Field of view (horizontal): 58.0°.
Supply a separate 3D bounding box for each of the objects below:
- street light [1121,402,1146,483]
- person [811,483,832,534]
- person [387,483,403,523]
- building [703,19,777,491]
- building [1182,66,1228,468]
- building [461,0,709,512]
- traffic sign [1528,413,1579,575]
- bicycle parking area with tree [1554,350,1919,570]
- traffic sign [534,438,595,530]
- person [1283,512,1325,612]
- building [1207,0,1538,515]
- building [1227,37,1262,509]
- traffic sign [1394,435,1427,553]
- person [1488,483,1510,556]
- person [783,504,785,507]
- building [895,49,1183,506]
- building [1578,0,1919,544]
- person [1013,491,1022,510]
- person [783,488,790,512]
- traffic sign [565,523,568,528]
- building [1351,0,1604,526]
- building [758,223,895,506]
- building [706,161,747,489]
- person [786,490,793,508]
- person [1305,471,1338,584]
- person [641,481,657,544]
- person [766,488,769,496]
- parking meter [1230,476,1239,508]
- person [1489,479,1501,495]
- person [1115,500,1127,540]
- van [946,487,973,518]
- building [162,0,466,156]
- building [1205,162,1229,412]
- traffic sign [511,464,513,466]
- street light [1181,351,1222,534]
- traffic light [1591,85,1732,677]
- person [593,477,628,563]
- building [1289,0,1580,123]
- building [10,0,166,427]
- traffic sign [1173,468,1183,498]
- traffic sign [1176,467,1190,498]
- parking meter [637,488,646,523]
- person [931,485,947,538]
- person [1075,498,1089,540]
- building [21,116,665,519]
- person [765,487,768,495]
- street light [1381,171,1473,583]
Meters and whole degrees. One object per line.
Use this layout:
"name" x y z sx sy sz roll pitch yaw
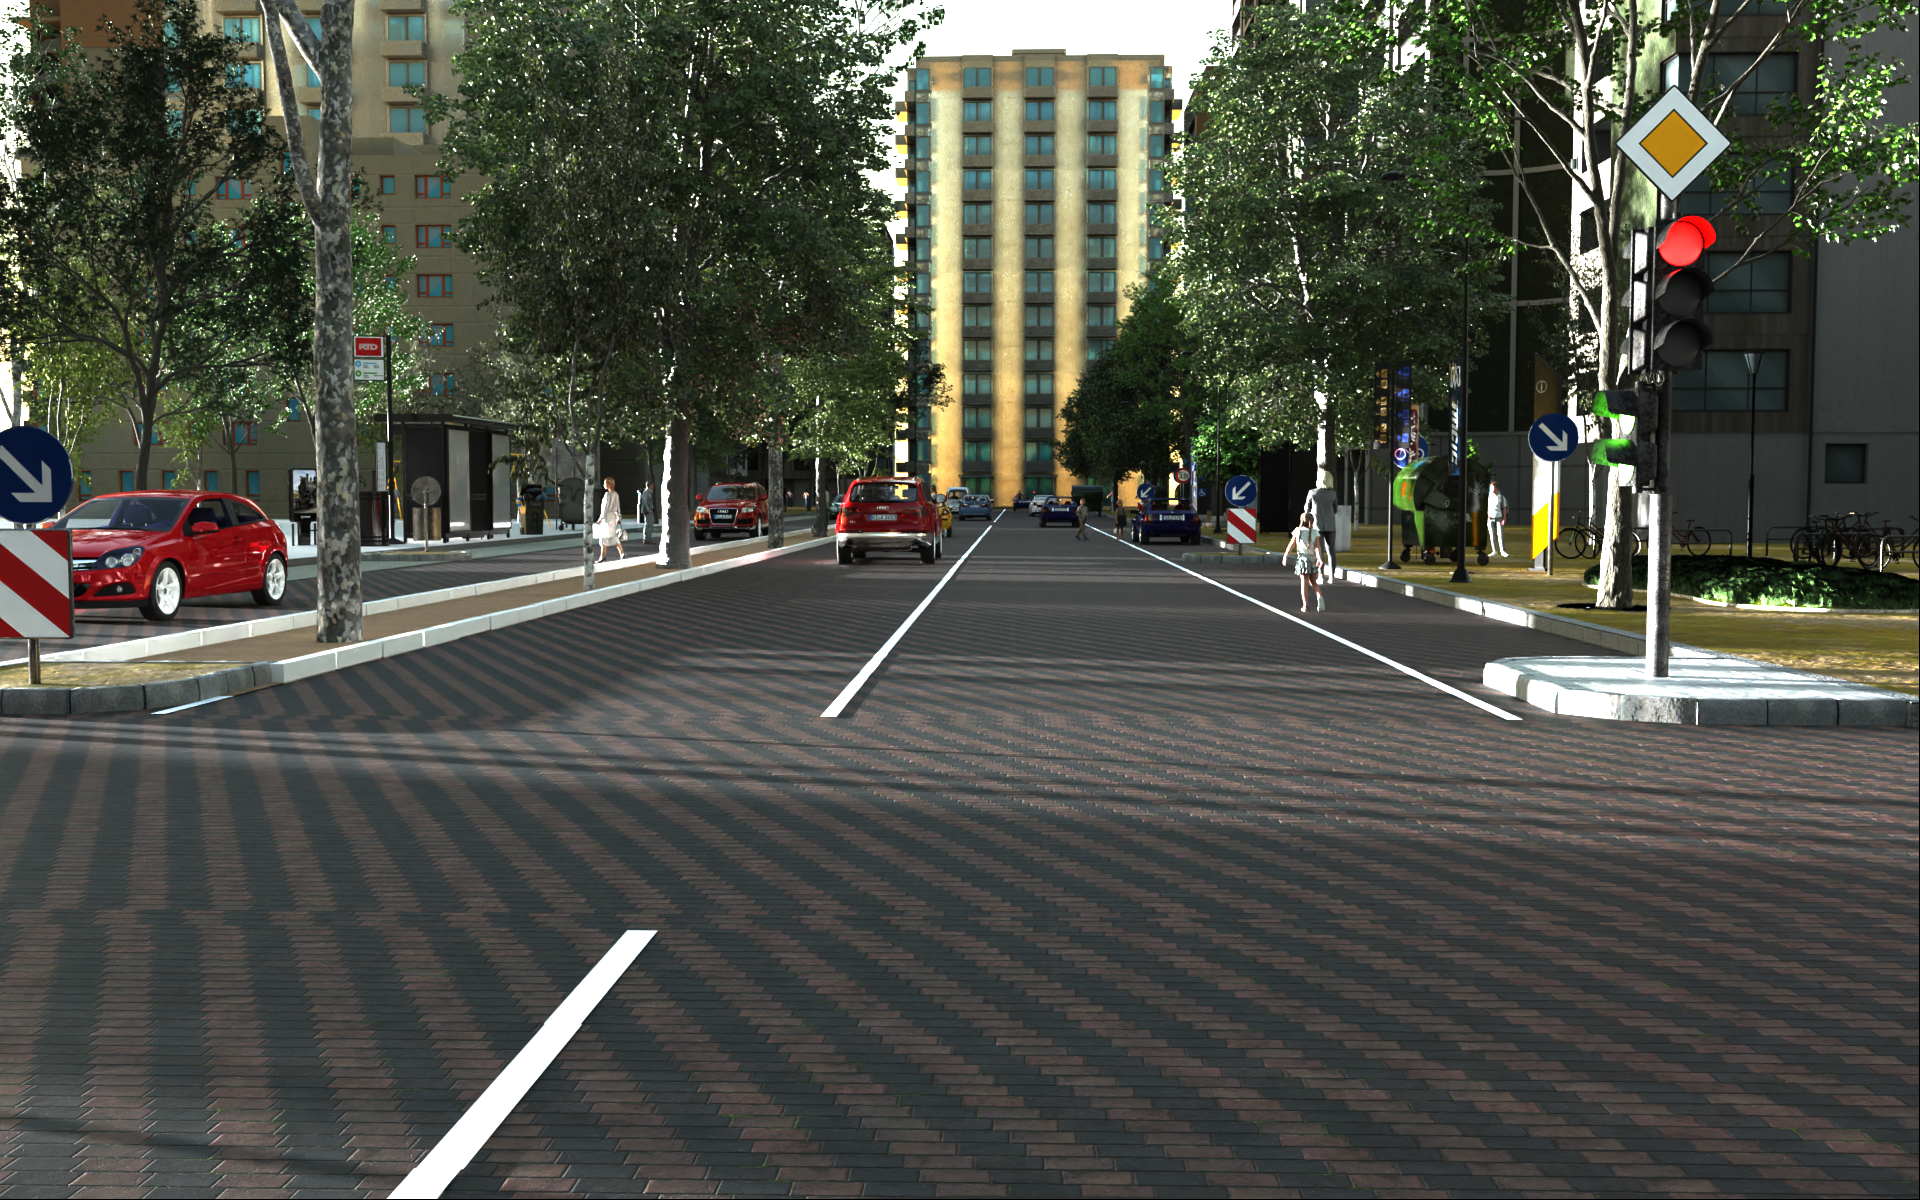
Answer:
"street light" 8.774 -7.009 87.137 1.470 5.913 1.316 0 4 2
"person" -4.948 -3.279 61.959 0.661 1.843 0.795 3 5 42
"person" -24.938 -4.276 76.227 0.678 1.792 0.850 -3 4 -38
"building" -31.568 -45.905 188.800 20.611 71.187 20.563 0 4 2
"building" 31.504 -32.692 184.623 14.200 45.320 14.600 0 4 2
"building" -26.289 -26.922 123.775 14.154 41.232 14.086 0 4 2
"traffic sign" 9.333 -1.664 27.307 0.768 2.556 0.104 1 4 8
"bicycle parking area with tree" 16.509 -2.761 32.147 9.016 4.147 8.231 0 4 -5
"traffic sign" -14.254 -4.194 62.443 2.265 3.308 0.079 0 4 6
"person" 4.197 -0.465 21.121 0.505 1.210 0.382 1 4 9
"building" 29.402 -42.243 128.927 20.563 71.187 20.611 0 4 2
"building" 25.514 -20.820 112.100 14.160 30.474 14.107 0 4 2
"traffic sign" 9.226 -2.172 35.624 0.768 2.556 0.104 1 4 11
"person" 11.120 -1.662 35.812 0.503 1.515 0.523 0 4 -2
"person" -9.616 -4.856 91.116 0.991 1.433 0.599 -3 5 -42
"building" 8.470 -34.842 189.277 30.456 49.044 23.786 0 4 2
"building" 25.589 -17.073 50.850 14.160 30.474 14.107 0 4 2
"person" 5.407 -9.104 157.877 1.217 1.766 0.721 -1 4 -9
"person" -12.555 -7.101 122.975 0.721 1.723 1.217 3 5 43
"traffic sign" -14.936 -4.009 65.657 0.768 2.556 0.104 0 4 7
"building" 27.519 -38.937 74.868 20.563 71.187 20.611 0 4 2
"building" -14.323 -25.363 186.383 14.107 30.474 14.160 0 4 2
"building" -25.905 -23.093 149.267 14.107 30.474 14.160 0 4 2
"person" -16.127 -9.587 163.728 0.756 1.711 0.436 1 4 18
"person" 5.791 -1.169 27.803 0.537 1.800 0.526 0 4 4
"person" -8.912 -2.502 49.513 0.391 1.810 0.635 -1 4 -17
"person" -15.007 -8.005 136.891 0.705 1.831 1.348 2 4 32
"parking meter" 8.897 -3.069 55.896 0.255 1.863 0.399 2 4 34
"person" 19.994 -3.608 64.892 0.748 1.841 0.638 -3 5 -41
"person" 5.020 -2.492 53.919 0.362 1.253 0.373 -1 4 -10
"van" -0.046 -5.934 104.036 2.013 2.044 4.112 0 4 2
"building" -48.805 -32.139 145.082 30.456 49.044 23.786 0 4 2
"building" 27.583 -22.989 147.567 14.160 30.474 14.107 0 4 2
"traffic sign" -14.165 -3.280 53.353 0.795 2.593 0.064 0 4 5
"street light" 7.868 -5.124 56.325 1.470 5.913 1.316 0 4 2
"traffic light" 4.888 -1.416 12.079 0.839 4.253 0.868 0 4 2
"person" -7.254 -1.659 35.982 0.624 1.780 0.694 2 4 31
"building" 25.181 -19.944 97.793 14.160 30.474 14.107 0 4 2
"building" -71.029 -30.614 150.653 14.200 45.320 14.600 0 4 2
"traffic sign" 10.740 -5.146 84.250 0.768 2.556 0.104 0 4 5
"traffic sign" 10.692 -5.062 82.865 0.768 2.556 0.104 0 4 7
"parking meter" -14.103 -4.179 76.745 0.372 1.533 0.369 0 3 0
"person" -0.815 -2.864 56.084 0.760 1.731 0.466 -1 4 -19
"person" 3.843 -2.530 54.138 0.640 1.303 0.475 3 5 44
"building" -33.837 -15.788 103.166 27.650 21.520 28.899 0 4 2
"person" -15.691 -8.188 139.553 0.705 1.869 1.348 3 5 43
"street light" 6.756 -3.213 25.073 1.470 5.913 1.316 0 4 2
